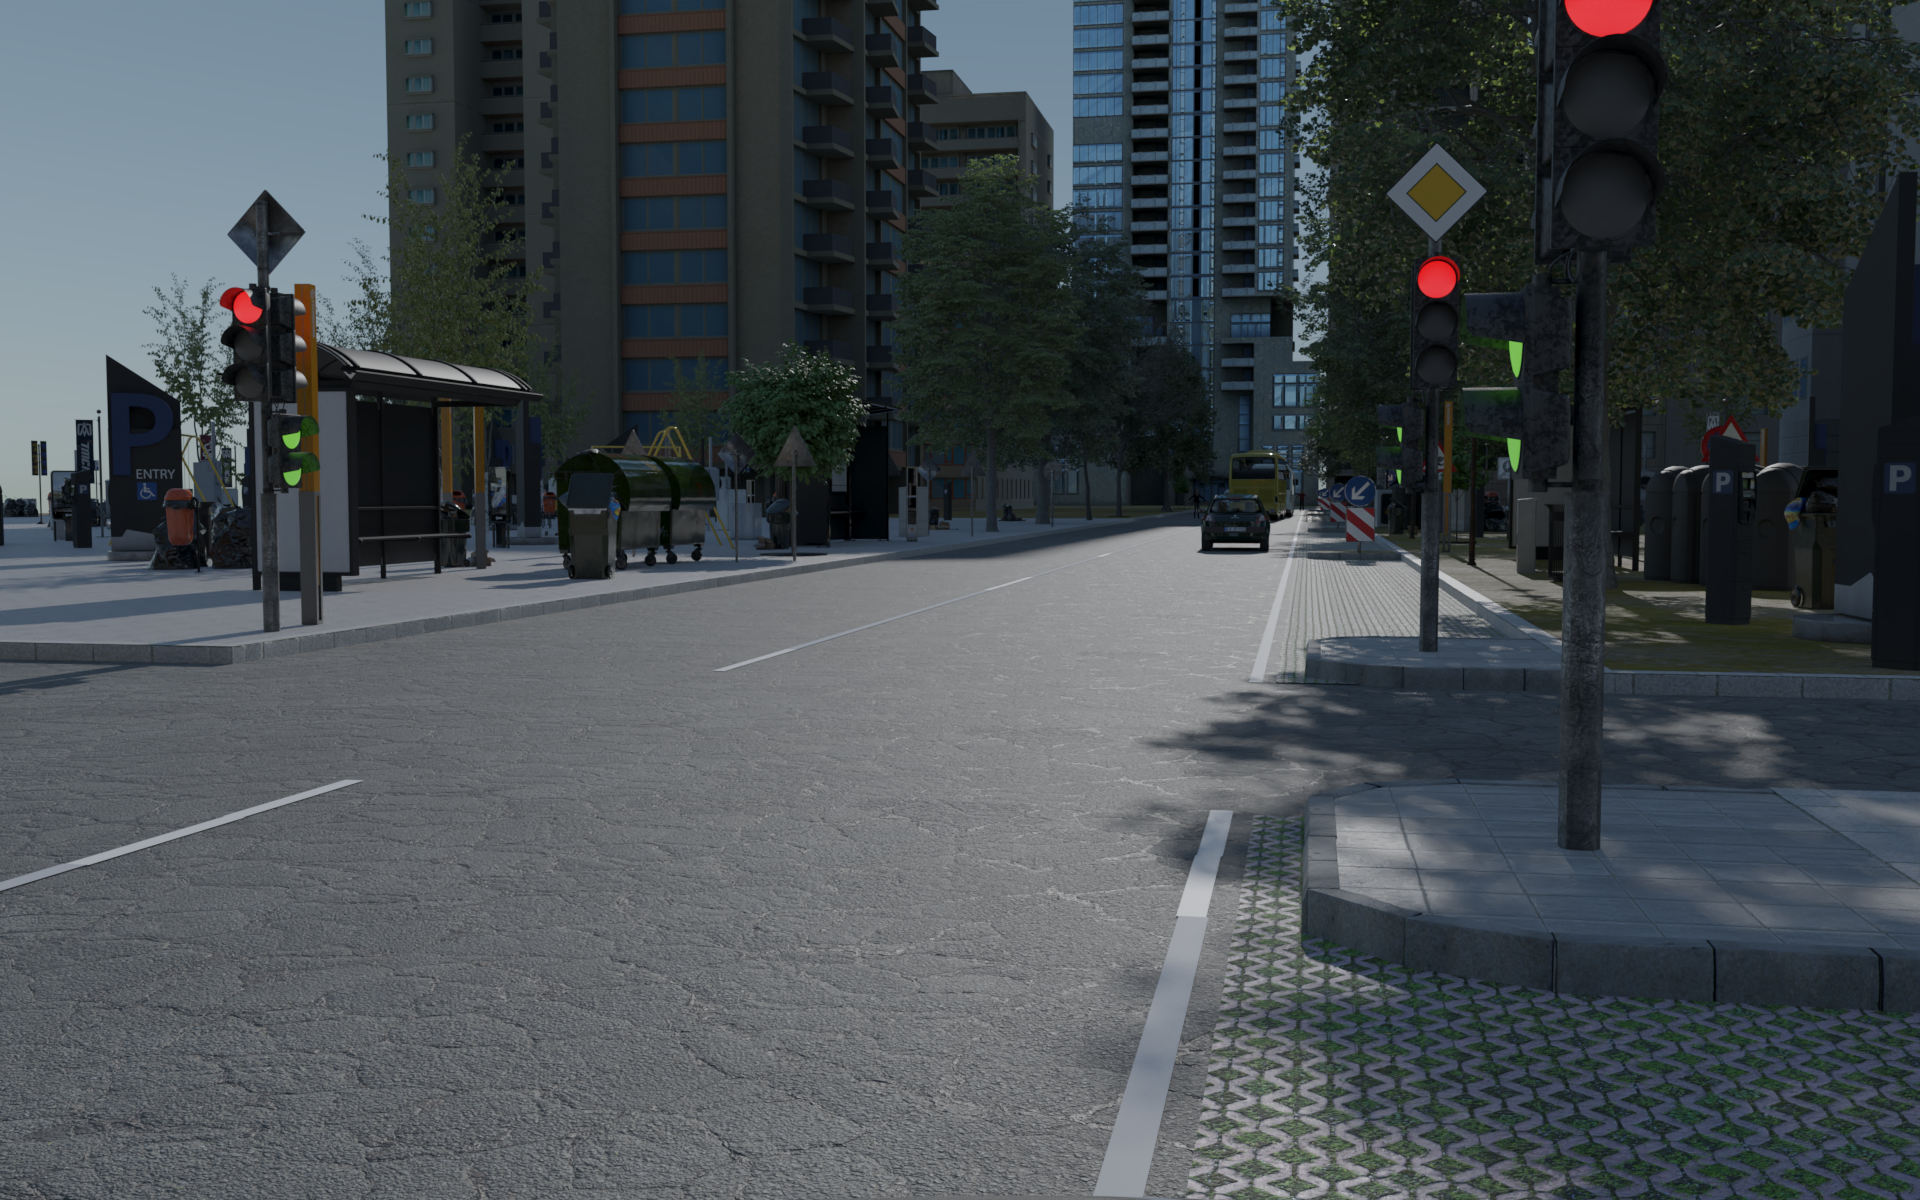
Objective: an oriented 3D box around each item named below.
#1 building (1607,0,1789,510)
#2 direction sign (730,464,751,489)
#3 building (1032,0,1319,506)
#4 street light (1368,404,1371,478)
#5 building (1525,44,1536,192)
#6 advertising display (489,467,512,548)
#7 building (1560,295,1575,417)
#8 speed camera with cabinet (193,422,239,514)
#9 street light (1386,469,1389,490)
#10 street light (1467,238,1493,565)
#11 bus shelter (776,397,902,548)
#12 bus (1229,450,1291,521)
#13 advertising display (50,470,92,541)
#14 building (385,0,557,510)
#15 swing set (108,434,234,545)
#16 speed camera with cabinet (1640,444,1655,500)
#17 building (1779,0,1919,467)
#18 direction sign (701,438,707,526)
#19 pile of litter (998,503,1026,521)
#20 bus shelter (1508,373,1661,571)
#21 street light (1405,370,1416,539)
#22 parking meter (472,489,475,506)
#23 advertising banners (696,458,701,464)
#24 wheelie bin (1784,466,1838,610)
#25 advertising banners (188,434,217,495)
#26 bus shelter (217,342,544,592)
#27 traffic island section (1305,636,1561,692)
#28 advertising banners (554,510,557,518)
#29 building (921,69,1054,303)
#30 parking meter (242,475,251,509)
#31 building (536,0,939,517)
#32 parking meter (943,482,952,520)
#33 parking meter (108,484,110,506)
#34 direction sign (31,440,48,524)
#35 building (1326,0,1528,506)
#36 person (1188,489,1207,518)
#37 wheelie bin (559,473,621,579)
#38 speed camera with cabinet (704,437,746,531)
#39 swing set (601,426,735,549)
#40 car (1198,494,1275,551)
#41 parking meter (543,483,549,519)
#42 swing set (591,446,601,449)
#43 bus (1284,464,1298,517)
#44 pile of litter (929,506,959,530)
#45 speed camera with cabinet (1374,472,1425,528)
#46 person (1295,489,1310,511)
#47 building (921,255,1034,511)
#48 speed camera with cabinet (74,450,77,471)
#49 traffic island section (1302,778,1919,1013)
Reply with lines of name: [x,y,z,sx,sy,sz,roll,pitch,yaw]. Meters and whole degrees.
building: [46.747,-25.985,108.454,14.154,41.232,14.086,1,4,11]
direction sign: [-8.586,-4.630,67.693,0.876,3.537,0.379,-2,4,-33]
building: [25.070,-53.976,195.171,31.000,86.520,22.319,1,4,11]
street light: [20.525,-6.975,86.837,0.468,5.910,1.993,1,4,11]
building: [76.103,-36.733,189.828,27.495,52.752,28.713,1,4,11]
advertising display: [-10.936,-2.203,41.226,0.123,1.923,0.974,-3,4,-38]
building: [55.060,-28.990,128.605,22.147,44.769,28.867,1,4,11]
speed camera with cabinet: [-20.612,-3.280,47.971,0.660,3.252,2.038,0,4,-5]
street light: [16.842,-5.837,68.229,0.468,5.910,1.993,1,4,11]
street light: [9.248,-3.568,31.120,0.468,5.910,1.993,1,4,11]
bus shelter: [-3.025,-3.254,44.479,1.731,3.624,6.357,1,4,11]
bus: [16.645,-6.393,96.073,2.896,3.916,12.252,1,4,13]
advertising display: [-24.252,-2.572,47.265,0.974,1.923,0.123,-3,4,-38]
building: [-34.578,-32.209,150.314,21.600,48.544,21.300,1,4,11]
swing set: [-20.137,-2.882,44.737,2.862,2.851,3.119,-1,4,-10]
speed camera with cabinet: [26.437,-4.549,68.720,2.038,3.252,0.660,1,4,17]
building: [41.074,-31.700,60.302,21.231,58.520,28.212,1,4,11]
direction sign: [-10.490,-4.813,70.686,0.379,3.537,0.876,0,4,-2]
pile of litter: [2.428,-4.152,81.856,1.176,0.858,1.719,-1,4,-22]
bus shelter: [11.052,-2.288,31.333,2.014,3.302,5.546,1,4,11]
street light: [13.024,-4.704,49.700,0.468,5.910,1.993,1,4,11]
parking meter: [-26.420,-5.270,94.580,0.372,1.533,0.369,0,3,0]
advertising banners: [-13.376,-5.386,84.241,0.090,3.025,2.074,3,5,42]
wheelie bin: [9.785,-0.702,19.380,0.980,1.594,0.693,0,4,3]
advertising banners: [-22.579,-3.313,50.351,0.090,3.025,2.074,3,5,41]
bus shelter: [-8.194,-1.917,25.262,2.014,3.302,5.546,1,4,11]
traffic island section: [3.842,0.499,14.123,2.009,0.180,2.903,1,4,11]
advertising banners: [-22.710,-6.002,94.320,2.074,3.025,0.090,-1,4,-9]
building: [-1.019,-35.368,201.963,21.600,48.544,21.300,1,4,11]
parking meter: [-21.942,-2.920,53.459,0.399,1.863,0.255,2,4,29]
building: [-13.645,-27.752,108.366,22.147,44.769,28.867,1,4,11]
parking meter: [-0.605,-4.816,84.450,0.255,1.863,0.399,-3,5,-43]
parking meter: [-18.728,-2.011,38.597,0.399,1.863,0.255,0,4,-5]
direction sign: [-39.077,-4.989,73.569,0.379,3.537,0.876,1,4,12]
building: [51.034,-45.965,189.786,20.611,71.187,20.563,1,4,11]
person: [14.001,-5.678,102.164,1.217,1.723,0.721,-1,4,-15]
wheelie bin: [-5.588,-1.123,26.262,0.980,1.594,0.693,0,4,4]
speed camera with cabinet: [-8.388,-4.060,60.716,0.660,3.252,2.038,2,4,35]
swing set: [-7.000,-2.682,41.465,2.862,2.851,3.119,-1,4,-14]
car: [7.163,-2.149,44.917,2.009,1.686,4.222,1,4,10]
parking meter: [-21.247,-5.100,89.100,0.255,1.863,0.399,2,4,34]
swing set: [-10.702,-3.612,56.680,3.119,2.851,2.862,-1,4,-14]
bus: [20.284,-7.163,111.967,2.948,3.499,13.247,1,4,12]
pile of litter: [-0.841,-2.963,62.405,1.719,0.858,1.176,0,4,-3]
speed camera with cabinet: [17.019,-4.418,66.563,2.038,3.252,0.660,0,4,2]
person: [29.543,-8.634,149.628,1.348,1.831,0.705,1,4,10]
building: [-10.293,-18.275,143.837,28.899,21.520,27.650,1,4,11]
speed camera with cabinet: [-40.186,-5.116,77.988,0.660,3.252,2.038,-3,5,-42]
traffic island section: [2.270,0.978,6.293,2.009,0.180,2.903,1,4,11]
